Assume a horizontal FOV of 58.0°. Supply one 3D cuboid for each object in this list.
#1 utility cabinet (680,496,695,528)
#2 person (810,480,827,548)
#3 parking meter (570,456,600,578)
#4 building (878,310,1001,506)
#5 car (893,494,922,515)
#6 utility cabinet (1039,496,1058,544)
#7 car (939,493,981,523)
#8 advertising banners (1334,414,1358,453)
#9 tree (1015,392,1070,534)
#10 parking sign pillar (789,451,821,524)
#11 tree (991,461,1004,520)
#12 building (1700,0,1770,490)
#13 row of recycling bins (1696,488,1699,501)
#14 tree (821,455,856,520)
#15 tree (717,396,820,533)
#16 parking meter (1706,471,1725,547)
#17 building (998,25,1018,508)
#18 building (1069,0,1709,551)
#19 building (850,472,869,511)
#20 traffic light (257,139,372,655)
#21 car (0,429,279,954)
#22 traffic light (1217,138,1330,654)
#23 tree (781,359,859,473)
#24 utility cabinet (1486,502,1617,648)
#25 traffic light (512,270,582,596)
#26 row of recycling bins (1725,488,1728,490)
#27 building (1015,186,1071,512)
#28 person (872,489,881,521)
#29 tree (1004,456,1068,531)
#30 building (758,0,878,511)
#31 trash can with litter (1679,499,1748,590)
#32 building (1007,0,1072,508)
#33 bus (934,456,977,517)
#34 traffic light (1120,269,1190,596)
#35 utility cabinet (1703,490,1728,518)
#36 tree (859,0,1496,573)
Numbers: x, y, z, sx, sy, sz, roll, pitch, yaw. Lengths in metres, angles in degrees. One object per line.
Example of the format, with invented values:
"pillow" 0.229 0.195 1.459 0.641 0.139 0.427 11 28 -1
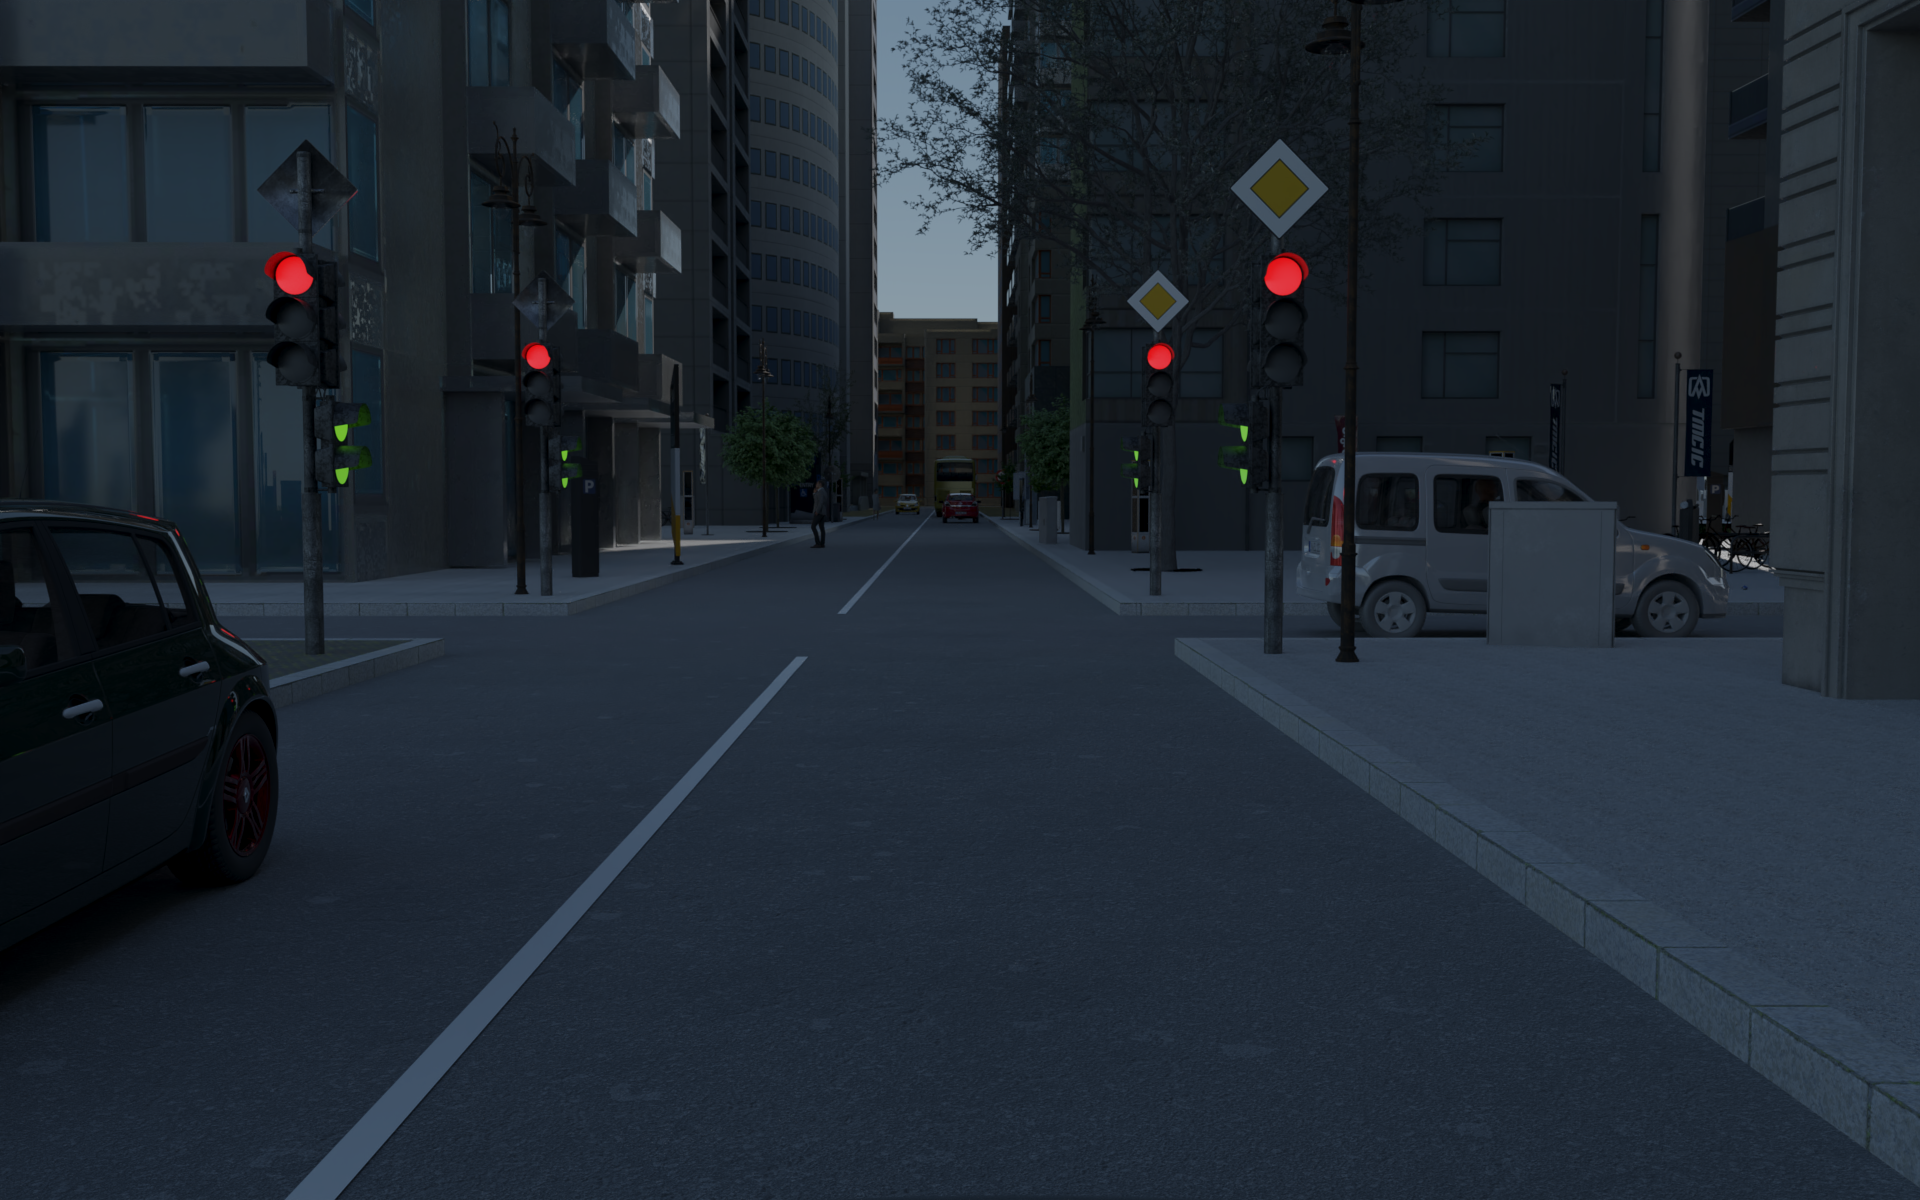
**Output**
"utility cabinet" -10.400 -3.311 65.295 0.306 1.237 1.020 1 4 23
"person" -3.770 -2.292 46.150 0.473 1.802 0.592 1 4 22
"parking meter" -5.781 -1.286 26.738 0.255 1.863 0.399 3 5 43
"building" -9.267 -21.419 195.242 28.899 21.520 27.650 0 4 0
"car" -3.675 -6.829 121.872 2.015 1.641 3.980 0 4 -1
"utility cabinet" 2.287 -2.078 45.130 0.306 1.237 1.020 -1 4 -9
"car" 0.007 -4.750 86.705 2.155 1.783 4.494 0 4 -1
"advertising banners" 9.219 -2.552 37.907 2.074 3.025 0.090 1 4 19
"tree" 3.400 -4.435 56.233 4.285 4.588 4.351 0 3 0
"parking sign pillar" -6.660 -5.278 74.774 1.447 3.967 1.447 2 4 26
"tree" 2.379 -5.633 86.707 1.663 3.219 1.824 0 3 0
"building" 67.503 -44.187 160.707 20.611 71.187 20.563 0 4 0
"row of recycling bins" 30.661 -4.058 73.454 1.069 1.692 3.534 1 4 18
"tree" -6.247 -5.636 86.745 1.663 3.219 1.824 0 3 0
"tree" -6.485 -4.559 58.254 4.285 4.588 4.351 0 3 0
"parking meter" 18.402 -2.230 42.179 0.399 1.863 0.255 2 4 24
"building" 10.671 -31.429 163.969 14.600 45.320 14.200 0 4 0
"building" 9.808 -22.091 44.781 14.154 41.232 14.086 0 4 0
"building" -23.695 -27.228 137.052 32.217 40.220 23.993 0 4 0
"traffic light" -5.158 -1.520 13.775 0.839 4.253 0.868 0 4 0
"car" -3.435 0.293 5.000 2.009 1.686 4.222 0 4 -1
"traffic light" 2.503 -1.524 13.835 0.839 4.253 0.868 0 4 0
"tree" -7.373 -8.796 94.177 4.360 8.622 3.978 0 3 0
"utility cabinet" 5.012 -0.215 14.684 1.020 1.237 0.306 1 4 19
"traffic light" -5.204 -2.009 21.760 0.839 4.253 0.868 0 4 0
"row of recycling bins" 42.041 -5.234 92.681 1.069 1.692 3.534 0 4 -7
"building" 17.953 -16.333 112.088 27.650 21.520 28.899 0 4 0
"person" -4.525 -5.156 93.555 0.466 1.731 0.760 0 4 6
"tree" 2.851 -4.036 60.590 1.663 3.219 1.824 0 3 0
"building" -21.839 -37.816 160.290 28.212 58.520 21.231 0 4 0
"trash can with litter" 9.711 -0.749 23.299 1.678 1.210 2.233 1 4 19
"building" 15.222 -31.926 141.595 23.786 49.044 30.456 0 4 0
"bus" -0.298 -7.336 111.494 2.896 3.916 12.252 0 4 0
"traffic light" 2.457 -2.012 21.820 0.839 4.253 0.868 0 4 0
"utility cabinet" 40.299 -5.119 92.369 0.318 1.500 1.173 -3 4 -38
"tree" 3.498 -7.209 28.243 12.009 13.543 11.850 0 3 0
